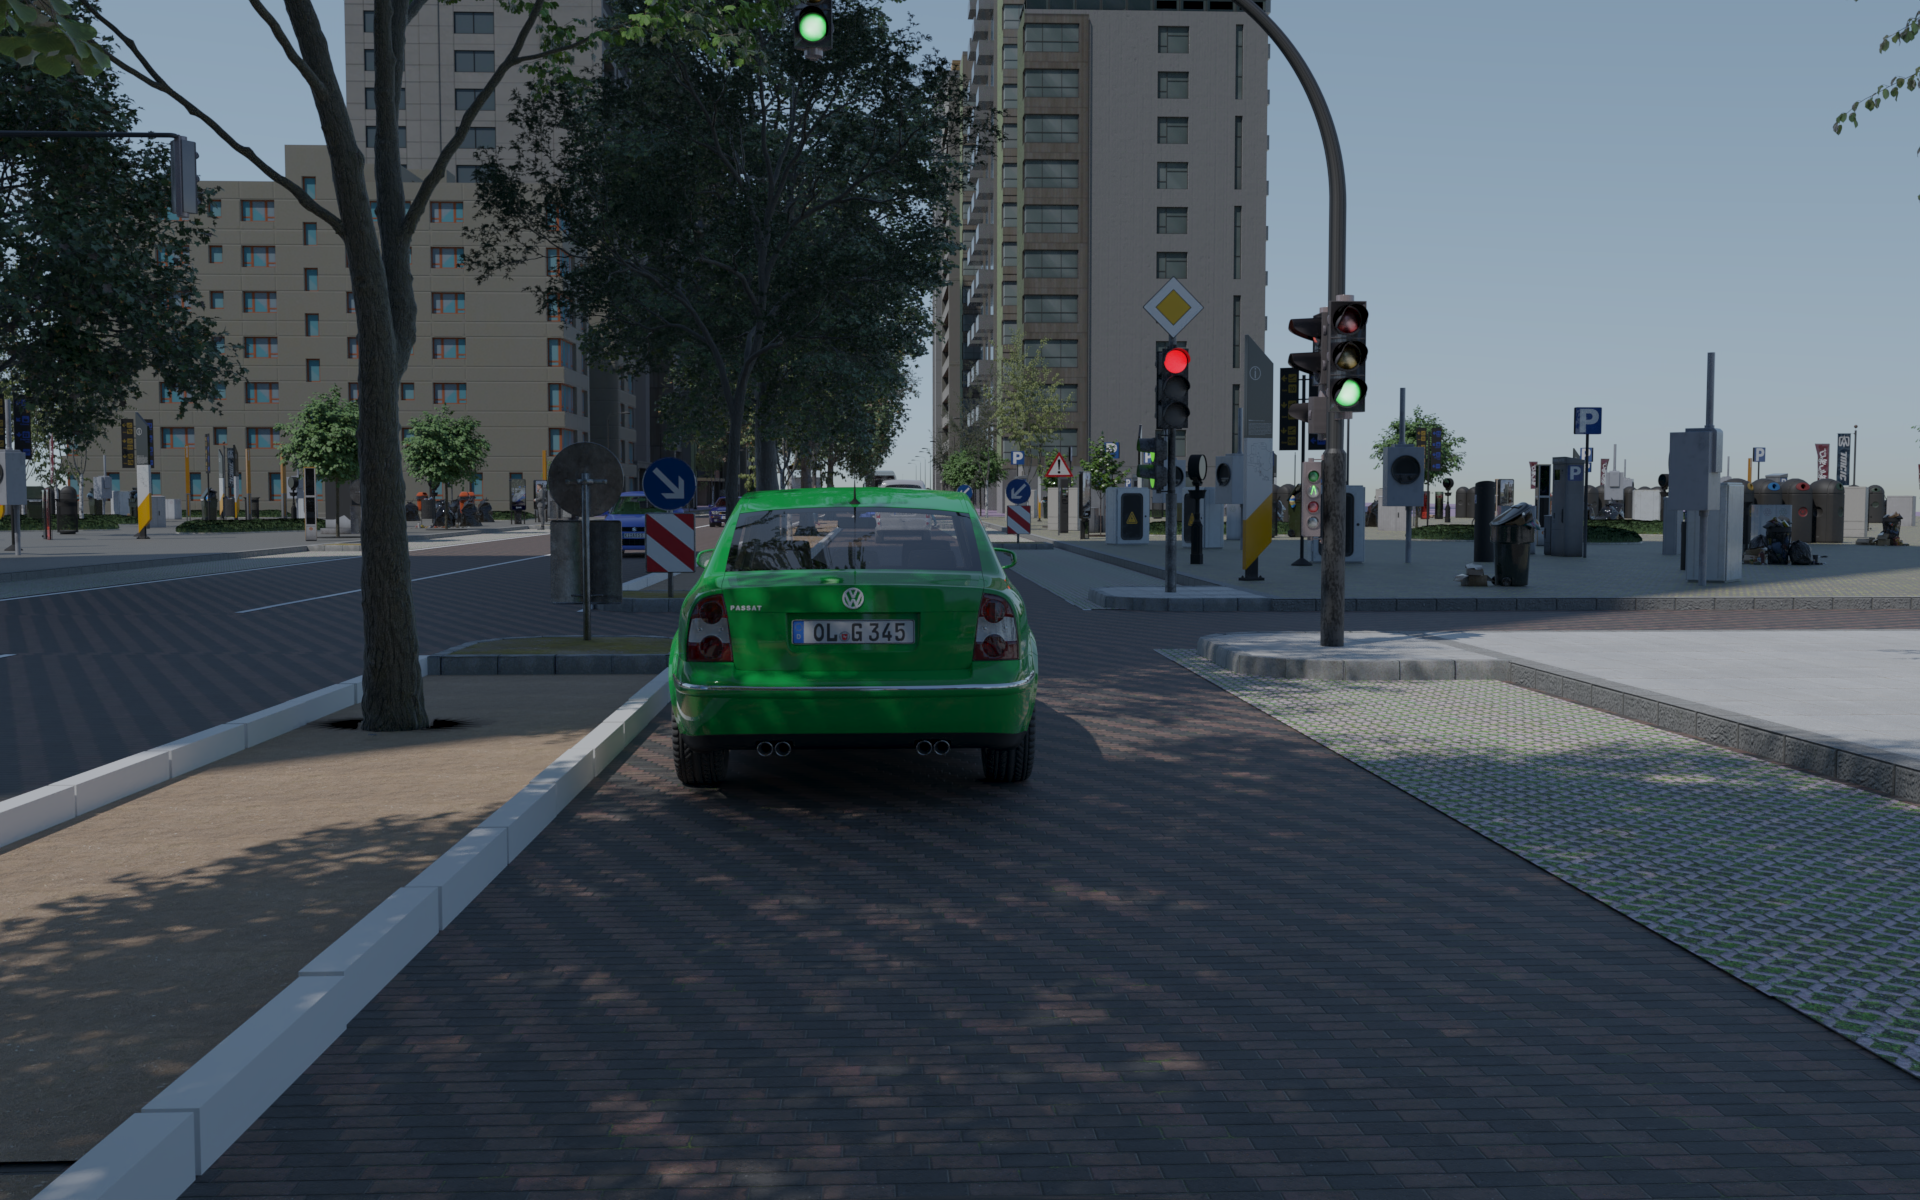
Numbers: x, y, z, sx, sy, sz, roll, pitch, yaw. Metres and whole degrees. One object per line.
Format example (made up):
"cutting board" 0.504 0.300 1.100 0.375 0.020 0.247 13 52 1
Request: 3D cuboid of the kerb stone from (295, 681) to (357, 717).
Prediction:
"kerb stone" -4.136 0.674 11.219 0.120 0.150 1.000 0 4 -3

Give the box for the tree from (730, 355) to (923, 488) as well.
"tree" -6.939 -10.348 82.010 12.009 13.543 11.850 0 3 0

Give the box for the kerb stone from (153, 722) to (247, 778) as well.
"kerb stone" -4.027 0.797 9.161 0.120 0.150 1.000 0 4 -3

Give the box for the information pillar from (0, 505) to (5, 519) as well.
"information pillar" -38.396 -4.770 69.348 0.183 3.616 0.504 -3 5 -44

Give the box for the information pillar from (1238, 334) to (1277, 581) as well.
"information pillar" 4.398 -2.096 25.622 0.504 3.616 0.183 -2 4 -27

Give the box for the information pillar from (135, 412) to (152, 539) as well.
"information pillar" -23.269 -3.548 49.364 0.504 3.616 0.183 2 4 26

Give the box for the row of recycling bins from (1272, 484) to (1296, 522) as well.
"row of recycling bins" 12.880 -3.812 69.445 1.069 1.692 3.534 -3 5 -39

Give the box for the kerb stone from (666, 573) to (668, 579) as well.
"kerb stone" -4.991 -0.423 29.174 0.120 0.150 1.000 0 4 -3

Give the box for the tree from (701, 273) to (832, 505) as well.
"tree" -4.977 -5.954 50.168 4.737 8.622 4.395 0 3 0

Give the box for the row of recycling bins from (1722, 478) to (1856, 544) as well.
"row of recycling bins" 21.379 -2.329 45.200 3.534 1.692 1.069 -1 4 -13

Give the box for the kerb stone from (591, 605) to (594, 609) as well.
"kerb stone" -4.652 0.011 22.011 0.120 0.150 1.000 0 4 -3

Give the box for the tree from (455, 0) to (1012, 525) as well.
"tree" -3.572 -5.460 26.138 8.767 10.594 7.601 0 4 -3

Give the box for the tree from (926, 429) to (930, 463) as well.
"tree" -1.613 -14.147 181.668 4.360 8.622 3.978 0 3 0

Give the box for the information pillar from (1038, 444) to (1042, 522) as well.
"information pillar" 3.715 -5.485 81.031 0.183 3.616 0.504 0 4 -4

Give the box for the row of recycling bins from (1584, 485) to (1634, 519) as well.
"row of recycling bins" 28.481 -4.317 77.698 3.534 1.692 1.069 -2 4 -30

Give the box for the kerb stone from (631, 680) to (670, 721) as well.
"kerb stone" -2.034 0.666 11.314 0.120 0.150 1.000 0 4 -3

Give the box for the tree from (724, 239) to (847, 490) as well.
"tree" -4.490 -5.576 43.979 4.360 8.622 3.978 0 3 0

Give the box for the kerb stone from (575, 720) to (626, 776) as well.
"kerb stone" -1.928 0.795 9.247 0.120 0.150 1.000 0 4 -3

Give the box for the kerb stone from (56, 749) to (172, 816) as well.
"kerb stone" -3.982 0.860 8.140 0.120 0.150 1.000 0 4 -3

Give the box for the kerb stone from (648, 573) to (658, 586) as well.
"kerb stone" -4.886 -0.301 27.121 0.120 0.150 1.000 0 4 -3

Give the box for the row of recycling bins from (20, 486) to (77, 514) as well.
"row of recycling bins" -46.663 -4.978 88.499 3.534 1.692 1.069 1 4 17

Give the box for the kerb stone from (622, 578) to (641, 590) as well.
"kerb stone" -4.790 -0.176 25.080 0.120 0.150 1.000 0 4 -3

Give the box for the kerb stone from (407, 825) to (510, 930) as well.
"kerb stone" -1.783 0.983 6.178 0.120 0.150 1.000 0 4 -3

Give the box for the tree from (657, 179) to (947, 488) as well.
"tree" -5.272 -8.544 59.158 9.611 12.733 9.660 0 3 0

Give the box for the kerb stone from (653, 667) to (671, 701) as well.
"kerb stone" -2.084 0.604 12.343 0.120 0.150 1.000 0 4 -3

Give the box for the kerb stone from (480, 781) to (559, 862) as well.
"kerb stone" -1.831 0.921 7.200 0.120 0.150 1.000 0 4 -3

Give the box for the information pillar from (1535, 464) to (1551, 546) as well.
"information pillar" 14.334 -2.332 42.622 0.304 2.012 0.304 0 4 3

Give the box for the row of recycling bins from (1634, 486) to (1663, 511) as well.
"row of recycling bins" 35.665 -5.146 91.247 3.534 1.692 1.069 -1 4 -18

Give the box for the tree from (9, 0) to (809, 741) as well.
"tree" -3.567 -5.023 10.333 9.928 11.665 9.643 0 3 0

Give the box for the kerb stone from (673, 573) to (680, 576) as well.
"kerb stone" -5.038 -0.489 30.194 0.120 0.150 1.000 0 4 -3

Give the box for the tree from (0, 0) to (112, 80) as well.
"tree" -2.716 -4.952 1.545 7.486 12.596 7.792 0 3 0

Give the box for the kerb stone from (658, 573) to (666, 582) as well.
"kerb stone" -4.939 -0.364 28.142 0.120 0.150 1.000 0 4 -3

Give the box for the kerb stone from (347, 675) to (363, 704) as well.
"kerb stone" -4.174 0.609 12.247 0.120 0.150 1.000 0 4 -3

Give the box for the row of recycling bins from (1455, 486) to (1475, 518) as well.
"row of recycling bins" 27.895 -5.214 92.363 1.069 1.692 3.534 -2 4 -34

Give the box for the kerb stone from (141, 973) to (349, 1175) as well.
"kerb stone" -1.679 1.111 4.134 0.120 0.150 1.000 0 4 -3

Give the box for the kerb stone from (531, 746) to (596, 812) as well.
"kerb stone" -1.883 0.855 8.222 0.120 0.150 1.000 0 4 -3

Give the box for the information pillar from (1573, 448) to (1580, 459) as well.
"information pillar" 31.349 -5.923 88.195 0.504 3.616 0.183 -2 4 -34

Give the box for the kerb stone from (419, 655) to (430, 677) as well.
"kerb stone" -4.230 0.546 13.270 0.120 0.150 1.000 0 4 -3

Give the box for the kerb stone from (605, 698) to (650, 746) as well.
"kerb stone" -1.979 0.731 10.277 0.120 0.150 1.000 0 4 -3

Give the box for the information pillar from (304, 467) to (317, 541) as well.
"information pillar" -17.707 -2.613 47.212 0.304 2.012 0.304 -1 4 -21

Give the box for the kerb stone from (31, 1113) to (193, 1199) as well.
"kerb stone" -1.633 1.173 3.113 0.120 0.150 1.000 0 4 -3

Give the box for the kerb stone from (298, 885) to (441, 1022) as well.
"kerb stone" -1.740 1.042 5.154 0.120 0.150 1.000 0 4 -3

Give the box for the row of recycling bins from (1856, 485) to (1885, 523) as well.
"row of recycling bins" 39.518 -4.313 77.630 3.534 1.692 1.069 3 5 43

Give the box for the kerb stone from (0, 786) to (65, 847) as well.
"kerb stone" -3.930 0.922 7.119 0.120 0.150 1.000 0 4 -3

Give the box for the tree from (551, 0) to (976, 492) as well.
"tree" -4.033 -7.781 36.325 9.857 13.997 8.962 0 3 0

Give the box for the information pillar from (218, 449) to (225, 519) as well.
"information pillar" -38.316 -6.026 89.878 0.183 3.616 0.504 -3 5 -44

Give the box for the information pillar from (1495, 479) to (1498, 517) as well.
"information pillar" 26.046 -4.849 83.767 0.304 2.012 0.304 0 4 -1

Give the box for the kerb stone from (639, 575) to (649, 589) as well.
"kerb stone" -4.845 -0.239 26.100 0.120 0.150 1.000 0 4 -3

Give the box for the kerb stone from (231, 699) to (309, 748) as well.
"kerb stone" -4.073 0.734 10.195 0.120 0.150 1.000 0 4 -3

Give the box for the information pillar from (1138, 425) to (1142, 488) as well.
"information pillar" 6.045 -4.091 58.247 0.183 3.616 0.504 1 4 11

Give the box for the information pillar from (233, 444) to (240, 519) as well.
"information pillar" -34.170 -5.531 81.781 0.183 3.616 0.504 0 4 -5

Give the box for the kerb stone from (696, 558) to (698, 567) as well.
"kerb stone" -5.286 -0.798 35.315 0.120 0.150 1.000 0 4 -3
